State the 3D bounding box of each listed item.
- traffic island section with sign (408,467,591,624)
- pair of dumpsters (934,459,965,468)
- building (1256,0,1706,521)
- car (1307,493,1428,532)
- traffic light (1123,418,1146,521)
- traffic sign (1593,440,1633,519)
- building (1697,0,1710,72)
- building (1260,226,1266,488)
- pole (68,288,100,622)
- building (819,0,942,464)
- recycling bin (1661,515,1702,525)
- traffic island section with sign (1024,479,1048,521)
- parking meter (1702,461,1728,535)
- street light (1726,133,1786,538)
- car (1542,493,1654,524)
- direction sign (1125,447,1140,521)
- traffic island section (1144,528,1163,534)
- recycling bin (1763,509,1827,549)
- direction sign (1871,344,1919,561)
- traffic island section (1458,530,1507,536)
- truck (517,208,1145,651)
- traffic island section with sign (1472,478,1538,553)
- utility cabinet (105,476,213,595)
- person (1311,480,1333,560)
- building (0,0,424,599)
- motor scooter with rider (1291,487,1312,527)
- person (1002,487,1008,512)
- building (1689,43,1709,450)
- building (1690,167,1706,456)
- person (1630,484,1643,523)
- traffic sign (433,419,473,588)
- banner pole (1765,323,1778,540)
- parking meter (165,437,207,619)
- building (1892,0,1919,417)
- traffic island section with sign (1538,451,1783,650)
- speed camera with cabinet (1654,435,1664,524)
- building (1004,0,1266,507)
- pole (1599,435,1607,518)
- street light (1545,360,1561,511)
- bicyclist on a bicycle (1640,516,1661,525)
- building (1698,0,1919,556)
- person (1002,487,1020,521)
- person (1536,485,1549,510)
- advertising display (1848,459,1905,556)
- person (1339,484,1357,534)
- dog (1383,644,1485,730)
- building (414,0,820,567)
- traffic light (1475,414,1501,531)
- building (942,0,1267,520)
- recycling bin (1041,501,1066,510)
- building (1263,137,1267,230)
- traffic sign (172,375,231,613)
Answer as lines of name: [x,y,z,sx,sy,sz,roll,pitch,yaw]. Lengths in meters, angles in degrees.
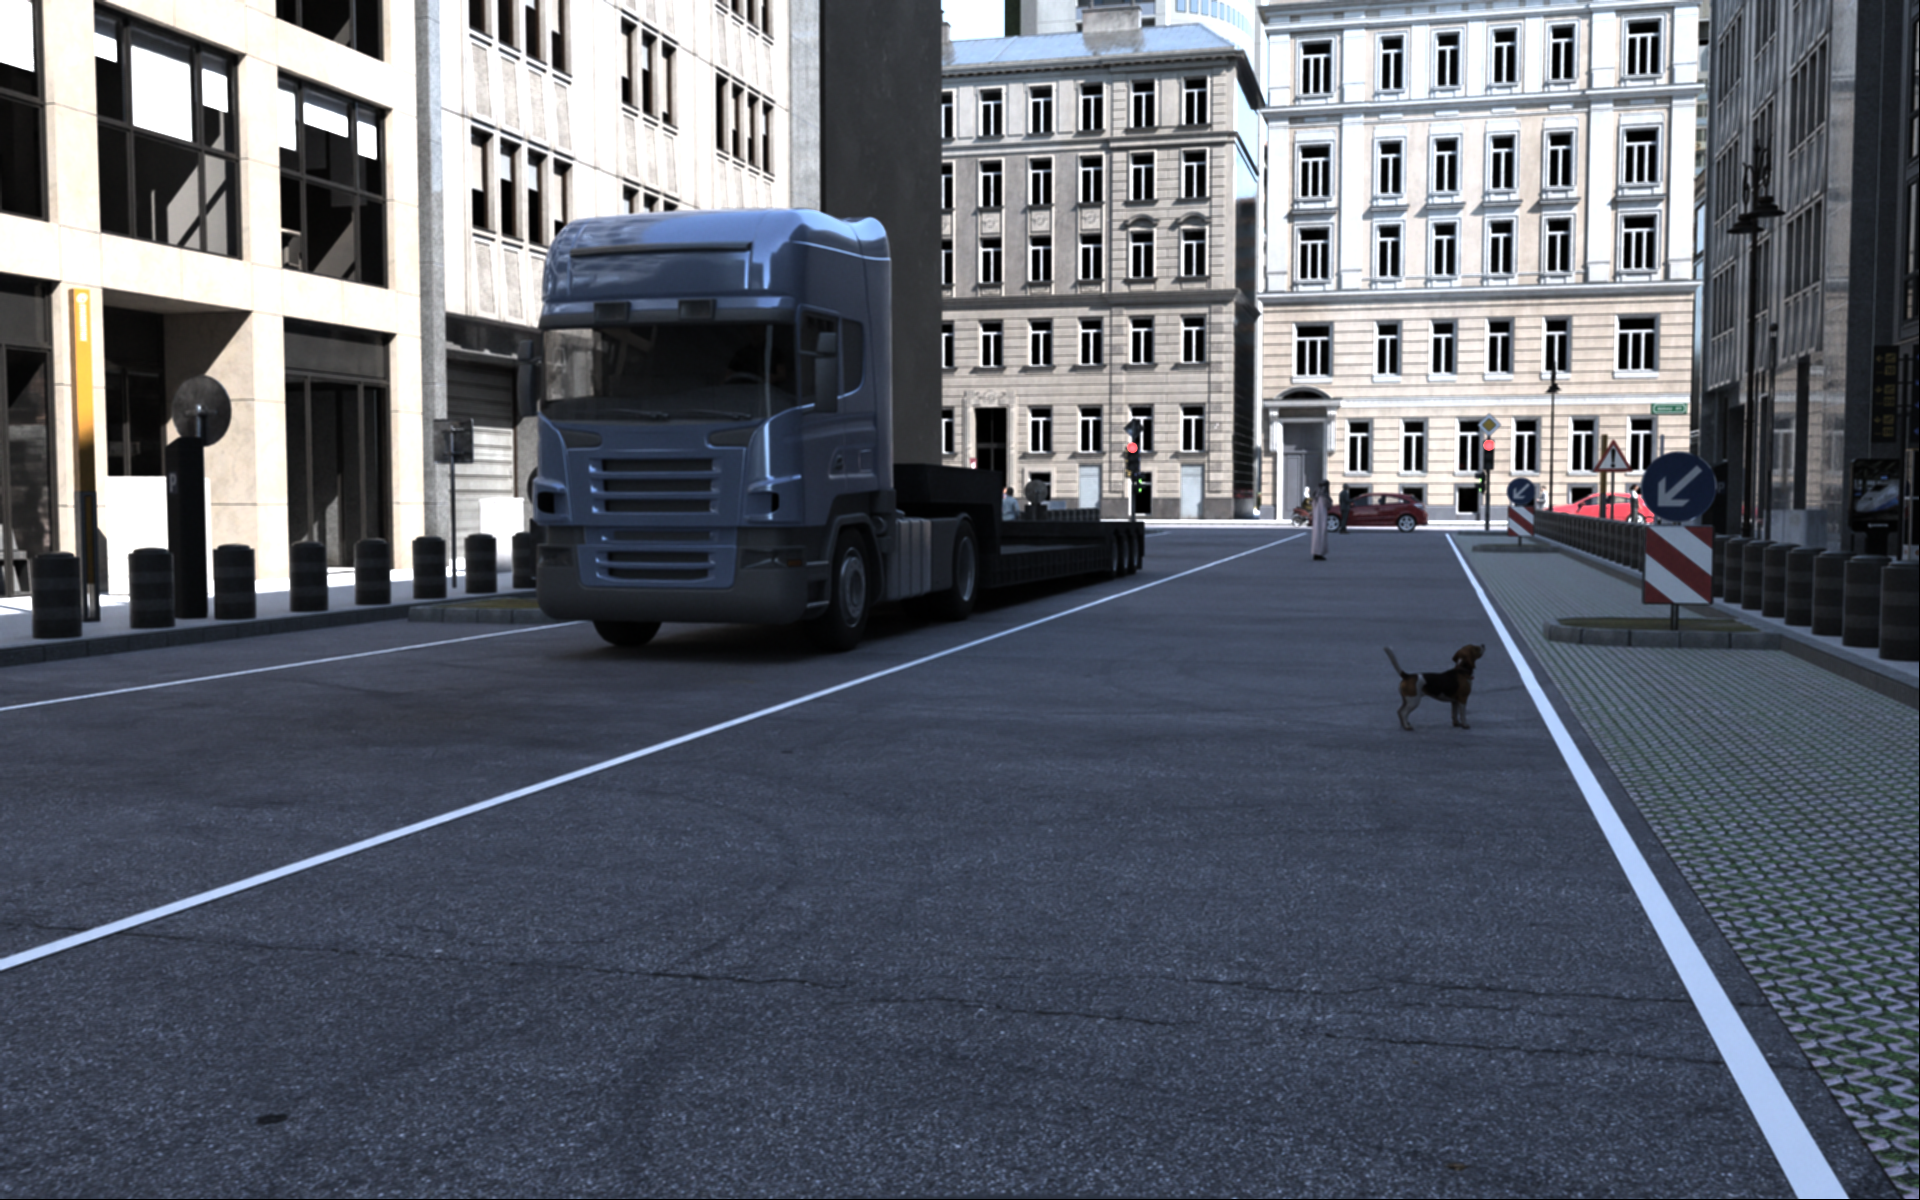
traffic island section with sign: [-5.000,-0.703,20.116,1.989,1.847,2.006,1,4,15]
pair of dumpsters: [-0.790,-2.704,46.705,1.574,2.255,4.437,1,4,15]
building: [25.518,-18.394,86.650,20.117,28.700,13.634,1,4,15]
car: [15.477,-3.473,65.822,4.494,1.783,2.155,1,4,13]
traffic light: [6.403,-4.576,63.741,0.839,4.253,0.868,1,4,15]
traffic sign: [15.580,-2.529,41.358,0.884,2.594,0.081,1,4,23]
building: [71.632,-35.951,177.042,28.713,52.752,27.495,1,4,15]
building: [26.607,-25.362,186.372,14.160,30.474,14.107,1,4,15]
pole: [-8.758,-1.436,17.314,0.158,3.312,0.155,0,3,0]
building: [-9.863,-13.907,57.050,15.834,23.373,12.332,1,4,15]
recycling bin: [15.500,-1.504,37.138,0.722,1.027,0.722,3,5,40]
traffic island section with sign: [1.965,-2.296,46.160,1.989,1.847,2.006,1,4,15]
parking meter: [13.496,-1.547,31.000,0.399,1.863,0.255,-2,4,-23]
street light: [10.361,-3.052,22.686,0.468,5.910,1.993,1,4,15]
car: [25.602,-3.713,69.745,4.494,1.783,2.155,1,4,16]
direction sign: [8.306,-5.587,83.350,0.876,3.537,0.379,-2,4,-31]
traffic island section: [6.367,-2.545,63.886,2.009,0.180,2.903,1,4,15]
recycling bin: [13.513,-0.947,28.039,0.722,1.027,0.722,-3,4,-37]
direction sign: [14.333,-2.100,26.339,0.876,3.537,0.379,2,4,30]
traffic island section: [18.482,-2.347,60.648,2.009,0.180,2.903,1,4,15]
truck: [-0.268,-2.021,22.800,2.967,4.110,18.799,1,4,15]
traffic island section with sign: [13.772,-2.103,43.008,1.989,1.847,2.006,1,4,15]
utility cabinet: [-10.110,-0.808,21.889,1.173,1.500,0.318,0,4,-5]
person: [7.867,-1.741,37.632,0.621,1.740,0.551,-3,5,-41]
building: [-22.885,-12.881,15.128,19.350,26.468,34.151,1,4,15]
motor scooter with rider: [15.421,-4.085,75.757,1.986,1.779,0.876,1,4,13]
person: [1.785,-3.718,70.206,0.541,1.710,0.530,-1,4,-21]
building: [65.849,-28.164,152.370,32.217,40.220,23.993,1,4,15]
building: [44.401,-13.209,80.599,19.286,19.102,10.561,1,4,15]
person: [26.220,-3.577,67.123,0.789,1.805,0.875,1,4,19]
traffic sign: [-6.912,-1.314,23.621,0.606,2.300,0.079,1,4,16]
banner pole: [11.808,-2.155,25.249,0.401,3.779,0.863,2,4,25]
parking meter: [-8.010,-0.747,17.925,0.399,1.863,0.255,3,5,43]
building: [22.051,-13.901,20.792,14.314,27.812,24.014,1,4,15]
traffic island section with sign: [6.803,-0.509,16.957,1.989,1.847,2.006,1,4,15]
speed camera with cabinet: [24.172,-3.886,57.873,2.038,3.252,0.660,1,4,22]
building: [17.235,-38.175,166.155,21.231,58.520,28.212,1,4,15]
pole: [22.071,-4.011,59.423,0.158,3.312,0.155,0,3,0]
street light: [20.389,-5.313,59.651,0.468,5.910,1.993,1,4,15]
bicyclist on a bicycle: [25.433,-3.215,62.587,1.625,1.676,1.499,1,4,15]
building: [26.713,-13.782,43.359,12.078,24.808,19.932,1,4,15]
person: [1.226,-2.003,43.062,0.589,1.601,0.330,2,4,27]
person: [25.090,-4.039,74.738,0.583,1.804,0.606,0,4,5]
advertising display: [16.768,-1.618,31.667,0.974,1.923,0.123,0,4,3]
person: [13.954,-3.289,62.444,0.590,1.801,0.661,-1,4,-12]
dog: [2.913,0.529,10.633,0.406,0.507,0.540,3,5,44]
building: [-12.296,-13.604,40.452,12.078,24.808,19.932,1,4,15]
traffic light: [18.446,-4.381,60.544,0.839,4.253,0.868,1,4,15]
building: [2.982,-18.032,92.085,25.104,27.353,12.463,1,4,15]
recycling bin: [3.511,-3.218,65.165,0.722,1.027,0.722,-2,4,-29]
building: [23.949,-33.835,207.821,28.867,44.769,22.147,1,4,15]
traffic sign: [-8.126,-1.127,18.536,0.768,2.556,0.104,1,4,18]
